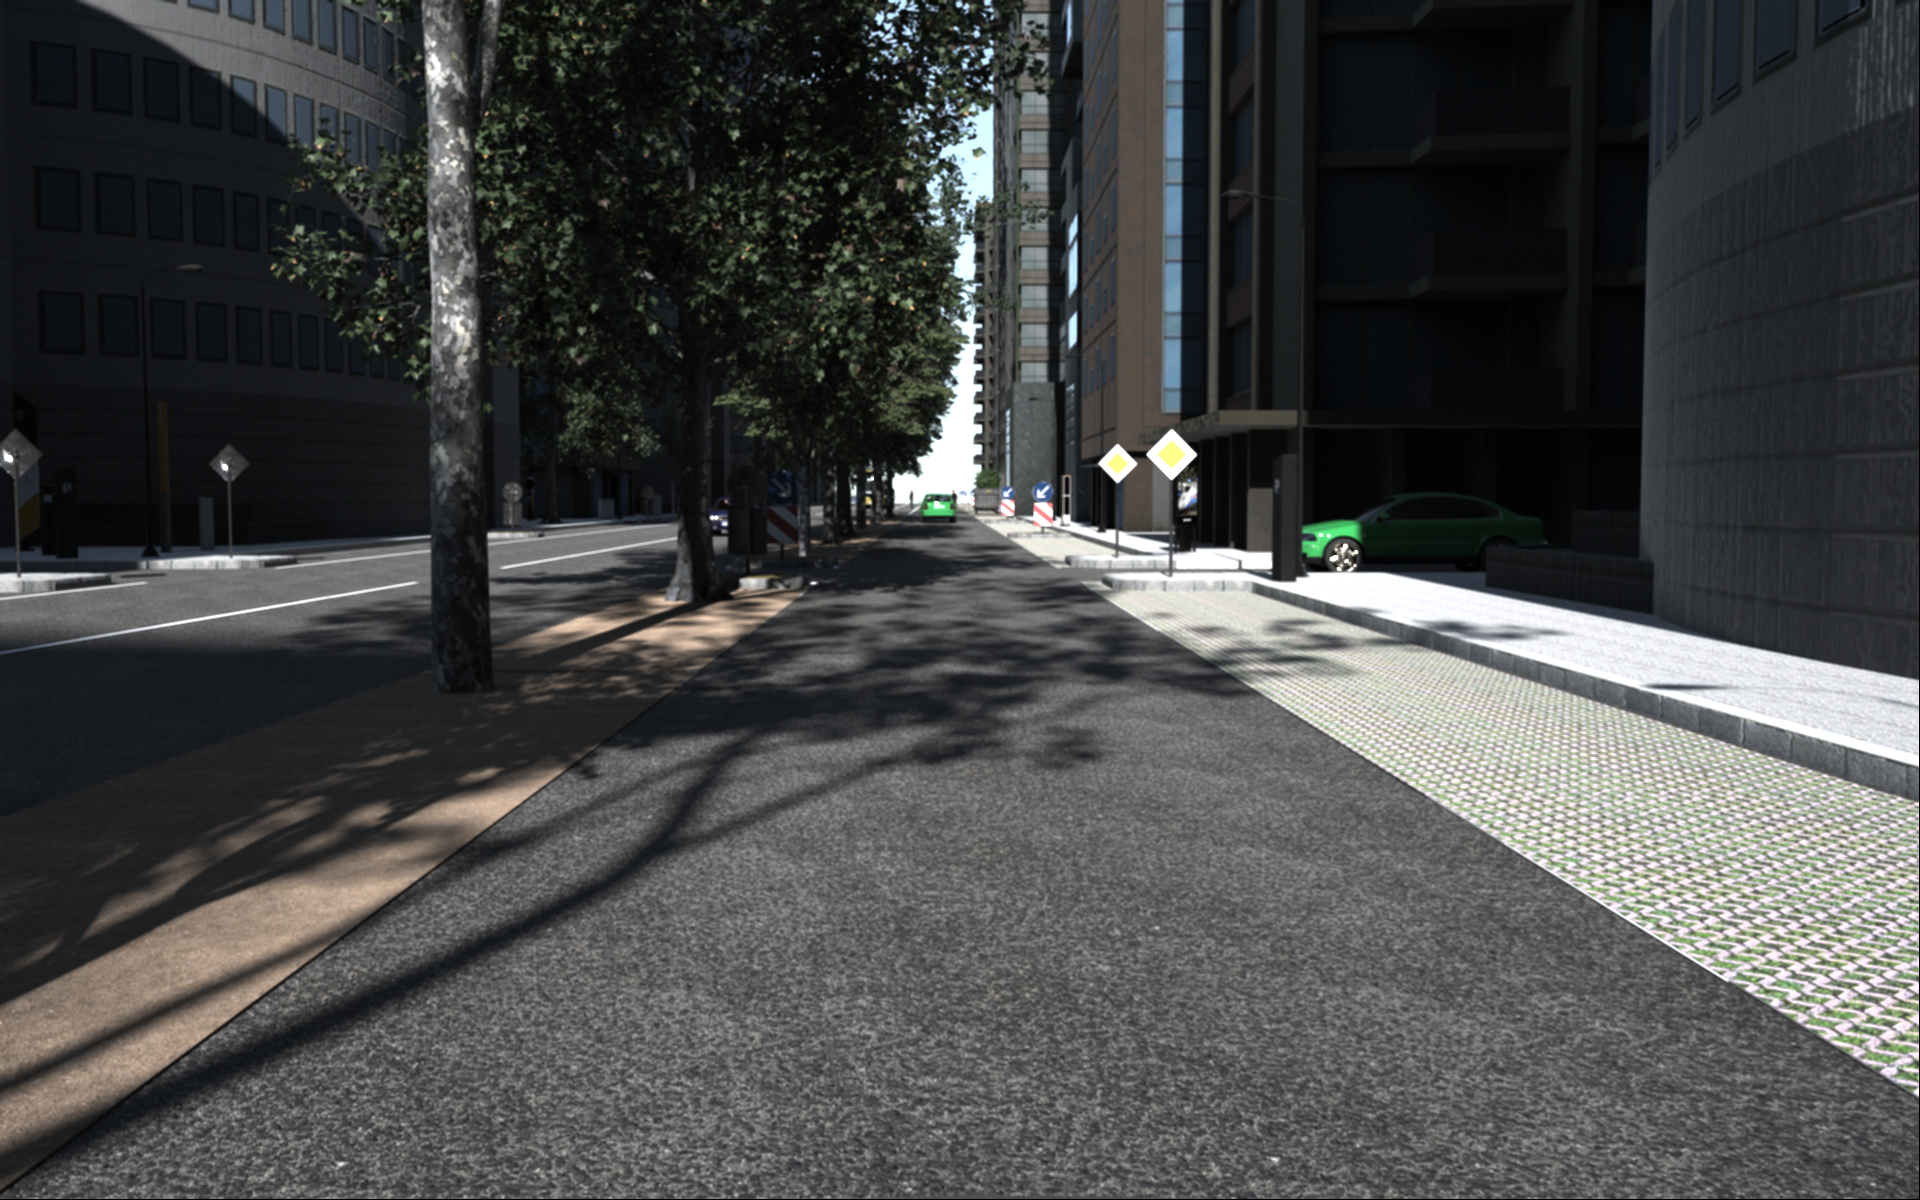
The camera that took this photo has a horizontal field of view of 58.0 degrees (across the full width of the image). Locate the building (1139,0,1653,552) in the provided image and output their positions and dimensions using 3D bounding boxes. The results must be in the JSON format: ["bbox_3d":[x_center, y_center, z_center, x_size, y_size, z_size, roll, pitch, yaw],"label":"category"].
[{"bbox_3d":[19.630,-23.893,45.283,28.867,44.769,22.147,0,4,-1],"label":"building"}]

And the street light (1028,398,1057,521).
[{"bbox_3d":[3.992,-6.800,83.729,1.470,5.913,1.316,0,4,-1],"label":"street light"}]

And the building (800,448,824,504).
[{"bbox_3d":[-26.913,-35.018,256.135,14.154,41.232,14.086,0,4,-1],"label":"building"}]

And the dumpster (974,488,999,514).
[{"bbox_3d":[1.879,-7.058,123.621,1.865,1.857,1.264,0,4,-1],"label":"dumpster"}]

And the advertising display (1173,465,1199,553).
[{"bbox_3d":[4.966,-2.014,38.137,0.123,1.923,0.974,3,4,36],"label":"advertising display"}]

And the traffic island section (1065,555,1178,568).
[{"bbox_3d":[3.174,-0.765,34.792,2.009,0.180,2.903,0,4,-1],"label":"traffic island section"}]

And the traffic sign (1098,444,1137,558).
[{"bbox_3d":[3.151,-1.900,34.714,0.795,2.450,0.064,0,4,-1],"label":"traffic sign"}]

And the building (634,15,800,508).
[{"bbox_3d":[-30.831,-40.621,206.157,21.231,58.520,28.212,0,4,-1],"label":"building"}]

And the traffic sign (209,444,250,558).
[{"bbox_3d":[-14.542,-1.887,34.499,0.795,2.450,0.064,0,4,-1],"label":"traffic sign"}]

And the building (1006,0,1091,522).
[{"bbox_3d":[14.295,-47.708,92.690,22.319,86.520,31.000,0,4,-1],"label":"building"}]

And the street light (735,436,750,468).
[{"bbox_3d":[-17.260,-10.092,137.547,1.470,5.913,1.316,0,4,-1],"label":"street light"}]

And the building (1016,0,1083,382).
[{"bbox_3d":[10.836,-26.740,120.785,14.154,41.232,14.086,0,4,-1],"label":"building"}]

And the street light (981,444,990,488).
[{"bbox_3d":[2.921,-11.456,159.851,1.470,5.913,1.316,0,4,-1],"label":"street light"}]

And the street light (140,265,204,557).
[{"bbox_3d":[-16.037,-3.837,35.276,1.470,5.913,1.316,0,4,-1],"label":"street light"}]

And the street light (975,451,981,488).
[{"bbox_3d":[2.602,-13.053,185.960,1.470,5.913,1.316,0,4,-1],"label":"street light"}]

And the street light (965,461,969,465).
[{"bbox_3d":[1.770,-16.543,243.015,1.470,5.913,1.316,0,4,-1],"label":"street light"}]

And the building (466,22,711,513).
[{"bbox_3d":[-28.866,-37.229,150.686,21.231,58.520,28.212,0,4,-1],"label":"building"}]

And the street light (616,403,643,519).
[{"bbox_3d":[-16.711,-7.031,87.493,1.470,5.913,1.316,0,4,-1],"label":"street light"}]

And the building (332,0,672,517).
[{"bbox_3d":[-28.627,-35.506,122.527,21.231,58.520,28.212,0,4,-1],"label":"building"}]

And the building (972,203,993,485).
[{"bbox_3d":[13.013,-36.694,254.568,22.147,44.769,28.867,0,4,-1],"label":"building"}]

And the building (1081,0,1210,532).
[{"bbox_3d":[12.009,-25.276,63.371,14.600,45.320,14.200,0,4,-1],"label":"building"}]

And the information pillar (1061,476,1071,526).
[{"bbox_3d":[4.214,-3.943,68.967,0.304,2.012,0.304,-1,4,-14],"label":"information pillar"}]

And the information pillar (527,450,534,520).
[{"bbox_3d":[-20.956,-5.699,84.528,0.183,3.616,0.504,1,4,14],"label":"information pillar"}]

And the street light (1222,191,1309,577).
[{"bbox_3d":[4.709,-3.312,26.699,1.470,5.913,1.316,0,4,-1],"label":"street light"}]

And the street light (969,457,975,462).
[{"bbox_3d":[2.164,-14.946,216.907,1.470,5.913,1.316,0,4,-1],"label":"street light"}]

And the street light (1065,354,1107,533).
[{"bbox_3d":[4.191,-5.203,57.618,1.470,5.913,1.316,0,4,-1],"label":"street light"}]

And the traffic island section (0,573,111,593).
[{"bbox_3d":[-14.459,-0.263,26.576,2.009,0.180,2.903,0,4,-1],"label":"traffic island section"}]

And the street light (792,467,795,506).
[{"bbox_3d":[-18.122,-13.547,194.042,1.470,5.913,1.316,0,4,-1],"label":"street light"}]

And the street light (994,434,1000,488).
[{"bbox_3d":[3.293,-9.859,133.743,1.470,5.913,1.316,0,4,-1],"label":"street light"}]

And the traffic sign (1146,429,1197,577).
[{"bbox_3d":[3.257,-1.412,26.730,0.795,2.450,0.064,0,4,-1],"label":"traffic sign"}]

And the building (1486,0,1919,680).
[{"bbox_3d":[17.079,-28.711,11.422,21.231,58.520,28.212,0,4,-1],"label":"building"}]

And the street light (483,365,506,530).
[{"bbox_3d":[-16.317,-5.434,61.386,1.470,5.913,1.316,0,4,-1],"label":"street light"}]

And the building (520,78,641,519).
[{"bbox_3d":[-26.004,-27.270,95.978,14.600,45.320,14.200,0,4,-1],"label":"building"}]

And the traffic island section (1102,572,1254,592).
[{"bbox_3d":[3.281,-0.277,26.807,2.009,0.180,2.903,0,4,-1],"label":"traffic island section"}]

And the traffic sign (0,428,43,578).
[{"bbox_3d":[-14.436,-1.399,26.515,0.795,2.450,0.064,0,4,-1],"label":"traffic sign"}]

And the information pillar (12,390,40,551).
[{"bbox_3d":[-20.996,-2.910,38.939,0.504,3.616,0.183,0,4,-5],"label":"information pillar"}]

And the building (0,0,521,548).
[{"bbox_3d":[-27.645,-31.224,52.504,21.231,58.520,28.212,0,4,-1],"label":"building"}]

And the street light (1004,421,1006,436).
[{"bbox_3d":[3.473,-8.397,109.835,1.470,5.913,1.316,0,4,-1],"label":"street light"}]

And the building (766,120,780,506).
[{"bbox_3d":[-25.680,-29.894,172.367,14.154,41.232,14.086,0,4,-1],"label":"building"}]

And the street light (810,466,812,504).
[{"bbox_3d":[-18.487,-15.164,220.469,1.470,5.913,1.316,0,4,-1],"label":"street light"}]

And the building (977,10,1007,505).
[{"bbox_3d":[12.653,-48.368,229.062,20.563,71.187,20.611,0,4,-1],"label":"building"}]

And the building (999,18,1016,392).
[{"bbox_3d":[18.501,-35.624,171.690,28.713,52.752,27.495,0,4,-1],"label":"building"}]
